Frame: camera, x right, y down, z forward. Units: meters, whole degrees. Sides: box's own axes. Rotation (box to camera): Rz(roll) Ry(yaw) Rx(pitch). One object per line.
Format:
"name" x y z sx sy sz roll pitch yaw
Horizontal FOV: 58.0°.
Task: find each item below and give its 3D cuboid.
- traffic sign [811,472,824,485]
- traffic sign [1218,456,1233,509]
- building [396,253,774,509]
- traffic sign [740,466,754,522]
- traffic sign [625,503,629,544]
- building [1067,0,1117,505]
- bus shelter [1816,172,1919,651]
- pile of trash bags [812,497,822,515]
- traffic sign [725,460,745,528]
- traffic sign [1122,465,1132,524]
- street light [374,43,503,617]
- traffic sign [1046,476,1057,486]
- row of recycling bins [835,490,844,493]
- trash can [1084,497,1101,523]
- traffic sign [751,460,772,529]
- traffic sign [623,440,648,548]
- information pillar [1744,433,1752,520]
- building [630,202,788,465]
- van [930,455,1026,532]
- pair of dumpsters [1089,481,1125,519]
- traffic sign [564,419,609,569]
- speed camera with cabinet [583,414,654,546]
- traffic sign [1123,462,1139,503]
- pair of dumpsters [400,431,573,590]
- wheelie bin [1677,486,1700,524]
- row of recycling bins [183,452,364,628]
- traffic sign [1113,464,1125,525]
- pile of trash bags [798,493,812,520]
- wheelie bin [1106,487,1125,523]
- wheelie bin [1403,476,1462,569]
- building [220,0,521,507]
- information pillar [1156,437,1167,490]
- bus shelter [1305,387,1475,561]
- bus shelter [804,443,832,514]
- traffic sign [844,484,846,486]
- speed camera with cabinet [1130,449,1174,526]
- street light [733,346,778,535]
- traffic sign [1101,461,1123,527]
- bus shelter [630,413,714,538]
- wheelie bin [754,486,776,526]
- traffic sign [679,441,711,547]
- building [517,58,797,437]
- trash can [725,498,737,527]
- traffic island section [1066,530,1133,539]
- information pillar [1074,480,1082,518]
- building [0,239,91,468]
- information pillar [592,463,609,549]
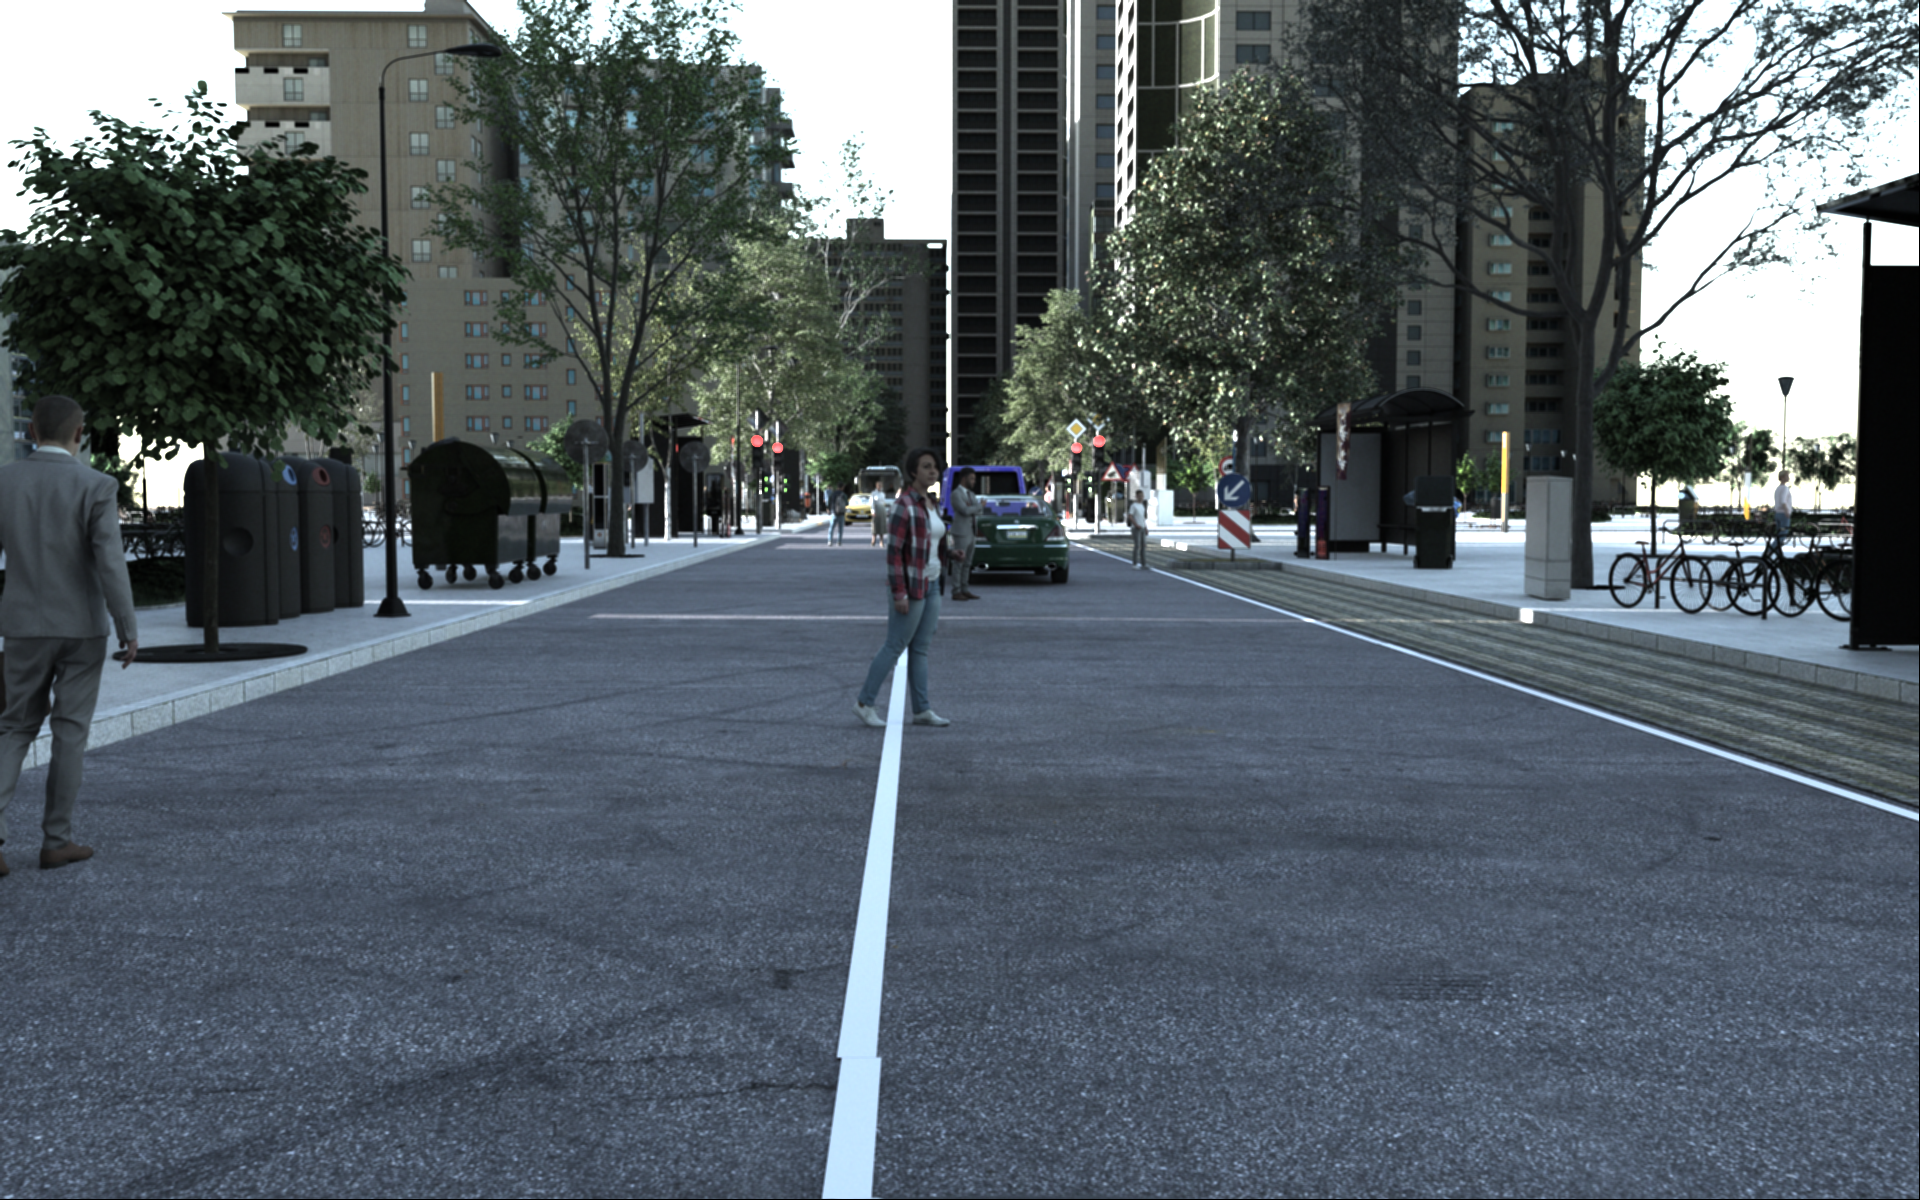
"traffic sign" -8.408 -6.269 102.223 0.795 2.593 0.064 0 4 6
"traffic sign" 8.935 -3.501 57.351 0.768 2.556 0.104 0 4 7
"building" -31.493 -18.844 153.139 27.650 21.520 28.899 0 4 -1
"traffic sign" -9.811 -4.872 79.757 0.768 2.556 0.104 0 4 1
"traffic sign" -8.629 -2.733 44.794 0.768 2.556 0.104 0 4 5
"building" 22.393 -39.793 192.607 21.231 58.520 28.212 0 4 -1
"bus shelter" 7.892 -1.216 11.164 1.731 3.624 6.357 0 4 -1
"pile of trash bags" -9.402 -5.908 106.341 1.912 1.369 3.447 0 4 -5
"traffic sign" -8.455 -3.974 65.085 0.768 2.556 0.104 0 4 -1
"traffic sign" 7.218 -4.590 75.148 0.768 2.556 0.104 0 4 8
"street light" -5.416 -2.781 18.004 1.470 5.913 1.316 0 4 -1
"traffic sign" 6.261 -7.204 117.789 0.884 2.594 0.081 0 4 7
"row of recycling bins" -10.004 -7.686 132.784 1.069 1.692 3.534 2 4 24
"trash can" 5.855 -3.966 76.498 0.748 1.137 0.748 0 3 0
"traffic sign" -7.259 -3.862 63.257 0.768 2.556 0.104 0 4 6
"traffic sign" -7.749 -2.499 40.962 0.768 2.556 0.104 0 4 3
"information pillar" 30.188 -4.587 66.354 0.183 3.616 0.504 0 4 5
"building" -25.030 -24.684 175.288 14.160 30.474 14.107 0 4 -1
"van" 0.453 -2.174 39.934 2.240 2.365 5.245 0 4 -2
"pair of dumpsters" 7.562 -5.255 88.412 1.574 2.255 4.437 0 4 -1
"traffic sign" -6.391 -1.805 29.618 0.768 2.556 0.104 0 4 -1
"speed camera with cabinet" -8.482 -2.970 42.897 2.038 3.252 0.660 3 4 38
"traffic sign" 7.148 -4.348 71.096 0.884 2.594 0.081 0 4 6
"pair of dumpsters" -6.825 -1.390 25.214 1.574 2.255 4.437 0 4 -1
"wheelie bin" 27.285 -3.488 64.941 0.693 1.594 0.980 3 5 40
"row of recycling bins" -7.238 -0.686 18.330 1.069 1.692 3.534 0 4 -2
"traffic sign" 6.533 -4.439 72.684 0.768 2.556 0.104 0 4 2
"pile of trash bags" -8.844 -4.787 88.013 1.912 1.369 3.447 -1 4 -13
"wheelie bin" 6.976 -4.264 77.627 0.693 1.594 0.980 -3 5 -39
"wheelie bin" 8.149 -1.346 29.913 0.980 1.594 0.693 1 4 15
"building" -63.351 -36.783 190.647 27.495 52.752 28.713 0 4 -1
"information pillar" 8.289 -4.886 71.234 0.183 3.616 0.504 -3 5 -42
"bus shelter" 8.703 -2.553 35.668 2.014 3.302 5.546 0 4 -1
"bus shelter" -9.799 -8.562 117.619 2.179 5.291 8.768 0 4 -1
"traffic sign" -9.328 -8.308 135.943 0.768 2.556 0.104 0 4 1
"speed camera with cabinet" 7.586 -4.538 68.535 2.038 3.252 0.660 -3 5 -42
"street light" -6.421 -5.011 54.466 1.470 5.913 1.316 0 4 -1
"traffic sign" 5.998 -4.174 68.255 0.884 2.594 0.081 0 4 3
"bus shelter" -8.779 -3.794 53.310 1.731 3.624 6.357 0 4 -1
"wheelie bin" -7.733 -3.723 68.783 0.980 1.594 0.693 1 4 17
"traffic sign" -6.399 -2.551 41.820 0.768 2.556 0.104 0 4 3
"building" -33.838 -35.106 193.589 30.456 49.044 23.786 0 4 -1
"trash can" -8.995 -3.474 68.459 0.748 1.137 0.748 0 3 0
"traffic island section" 4.500 -2.081 56.312 2.009 0.180 2.903 0 4 -1
"information pillar" 6.248 -5.318 91.447 0.304 2.012 0.304 -2 4 -33
"building" -39.214 -44.104 33.777 31.000 86.520 22.319 0 4 -1
"information pillar" -8.401 -2.201 40.482 0.304 2.012 0.304 0 4 1
